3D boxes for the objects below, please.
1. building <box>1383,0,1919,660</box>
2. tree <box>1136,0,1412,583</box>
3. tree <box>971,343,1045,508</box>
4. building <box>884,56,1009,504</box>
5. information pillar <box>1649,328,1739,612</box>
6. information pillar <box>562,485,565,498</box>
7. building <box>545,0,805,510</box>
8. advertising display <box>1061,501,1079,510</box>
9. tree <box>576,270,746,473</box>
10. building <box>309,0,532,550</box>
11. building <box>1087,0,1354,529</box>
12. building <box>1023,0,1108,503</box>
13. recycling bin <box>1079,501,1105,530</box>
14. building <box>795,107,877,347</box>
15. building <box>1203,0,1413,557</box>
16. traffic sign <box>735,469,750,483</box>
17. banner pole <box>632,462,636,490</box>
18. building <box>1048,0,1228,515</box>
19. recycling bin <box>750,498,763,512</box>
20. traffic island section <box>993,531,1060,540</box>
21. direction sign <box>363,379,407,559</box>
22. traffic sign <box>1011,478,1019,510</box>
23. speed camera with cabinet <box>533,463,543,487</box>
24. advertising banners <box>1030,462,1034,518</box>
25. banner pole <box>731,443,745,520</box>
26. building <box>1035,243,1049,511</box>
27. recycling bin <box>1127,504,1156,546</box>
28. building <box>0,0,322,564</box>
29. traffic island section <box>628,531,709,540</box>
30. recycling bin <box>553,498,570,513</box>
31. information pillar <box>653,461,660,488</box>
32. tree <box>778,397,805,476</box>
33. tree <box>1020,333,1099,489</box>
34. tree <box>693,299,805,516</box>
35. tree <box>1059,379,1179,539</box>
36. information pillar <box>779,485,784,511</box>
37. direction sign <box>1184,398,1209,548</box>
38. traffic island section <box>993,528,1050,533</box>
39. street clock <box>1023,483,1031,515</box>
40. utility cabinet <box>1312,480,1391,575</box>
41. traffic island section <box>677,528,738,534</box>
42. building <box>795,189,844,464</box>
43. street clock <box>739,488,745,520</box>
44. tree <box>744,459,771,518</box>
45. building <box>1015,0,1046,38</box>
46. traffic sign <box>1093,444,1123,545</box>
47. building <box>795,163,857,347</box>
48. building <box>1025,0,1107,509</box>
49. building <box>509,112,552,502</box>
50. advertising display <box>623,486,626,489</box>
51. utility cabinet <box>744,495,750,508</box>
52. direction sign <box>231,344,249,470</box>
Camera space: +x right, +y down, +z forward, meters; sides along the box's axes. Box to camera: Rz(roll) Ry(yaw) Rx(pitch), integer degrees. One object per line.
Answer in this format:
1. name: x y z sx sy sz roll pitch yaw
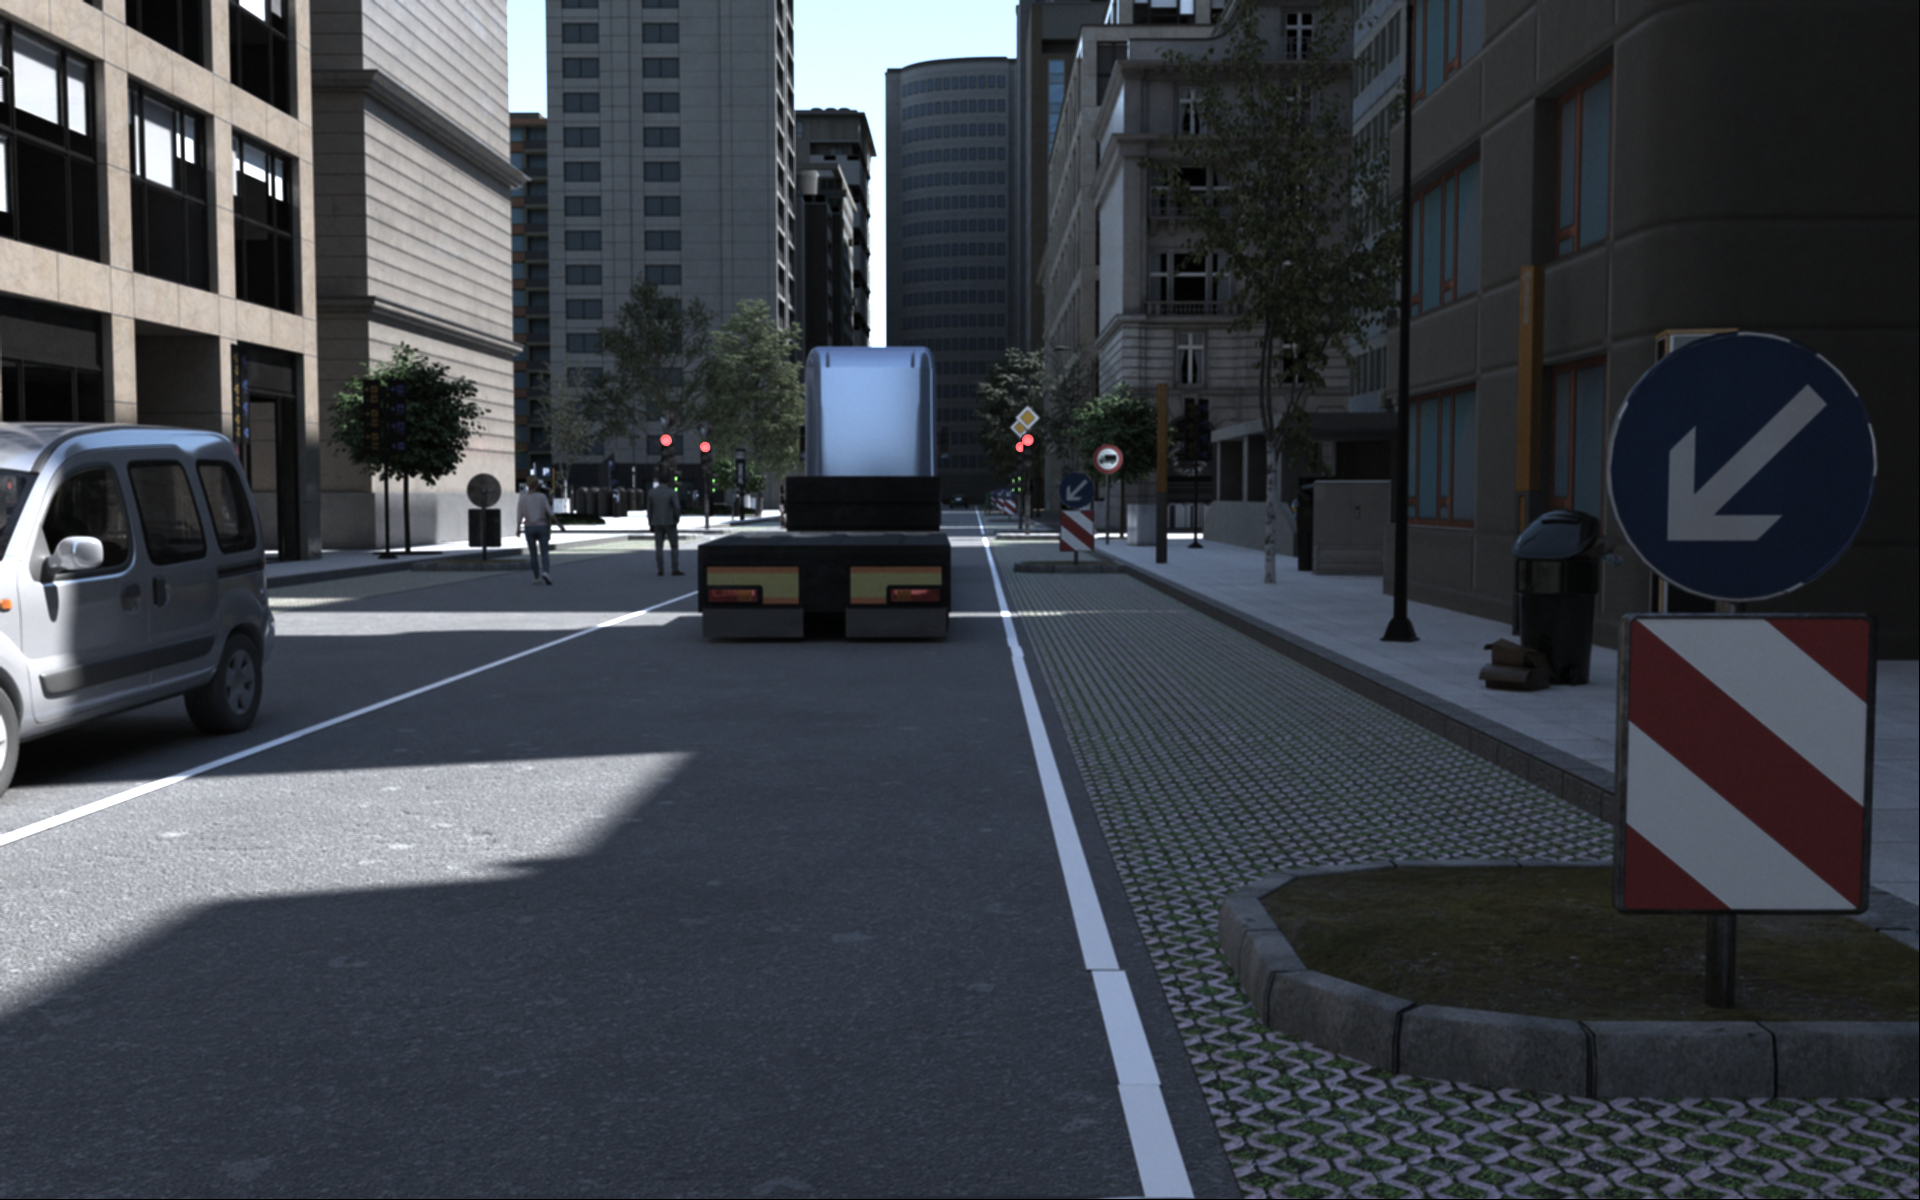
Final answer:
1. building: 19.174 -9.915 7.148 27.650 21.520 28.899 0 4 0
2. tree: 4.706 -4.544 24.665 4.737 8.622 4.395 0 3 0
3. tree: 5.549 -14.562 144.742 9.857 13.997 8.962 0 3 0
4. building: 4.270 -42.175 231.563 28.212 58.520 21.231 0 4 0
5. information pillar: 3.323 -0.207 7.877 0.304 2.012 0.304 1 4 13
6. information pillar: -30.372 -7.857 132.956 0.304 2.012 0.304 0 4 4
7. building: -22.496 -43.359 147.178 20.563 71.187 20.611 0 4 0
8. advertising display: 4.857 -4.309 75.662 0.974 1.923 0.123 2 4 34
9. tree: -12.643 -8.478 73.029 7.601 10.594 8.767 -1 4 -15
10. building: -24.512 -15.792 45.587 23.554 28.519 14.401 0 4 0
11. building: 17.528 -13.889 68.889 24.055 21.916 13.314 0 4 0
12. building: 16.929 -44.951 173.202 20.563 71.187 20.611 0 4 0
13. recycling bin: 4.745 -3.042 62.288 0.722 1.027 0.722 -2 4 -25
14. building: -23.551 -39.575 236.292 27.495 52.752 28.713 0 4 0
15. building: 22.959 -21.349 40.932 32.217 40.220 23.993 0 4 0
16. traffic sign: -10.752 -5.228 85.583 0.768 2.556 0.104 1 4 8
17. banner pole: -25.132 -8.789 133.710 0.401 3.779 0.863 1 4 13
18. building: 15.432 -17.986 98.580 19.350 26.468 34.151 0 4 0
19. recycling bin: -14.772 -6.914 125.599 0.722 1.027 0.722 -2 4 -26
20. traffic island section: 2.160 -2.000 54.982 2.009 0.180 2.903 0 4 0
21. direction sign: -11.378 -2.589 34.332 0.876 3.537 0.379 0 4 7
22. traffic sign: 4.413 -8.318 136.110 0.768 2.556 0.104 0 4 7
23. speed camera with cabinet: -26.195 -6.962 108.169 0.660 3.252 2.038 -2 4 -29
24. advertising banners: 3.940 -6.008 94.412 0.090 3.025 2.074 0 4 6
25. banner pole: -10.856 -5.774 84.420 0.863 3.779 0.401 -1 4 -11
26. building: 11.671 -17.793 127.079 11.583 22.565 21.152 0 4 0
27. recycling bin: 4.608 -1.866 43.055 0.722 1.027 0.722 -1 4 -17
28. building: -22.272 -12.957 16.362 19.350 26.468 34.151 0 4 0
29. traffic island section: -9.281 -2.005 55.068 2.009 0.180 2.903 0 4 0
30. recycling bin: -23.465 -5.472 102.020 0.722 1.027 0.722 2 4 24
31. information pillar: -21.305 -7.973 121.705 0.504 3.616 0.183 1 4 15
32. tree: -11.522 -10.781 126.630 4.737 8.622 4.395 0 3 0
33. tree: 4.856 -7.832 78.407 4.360 8.622 3.978 0 3 0
34. tree: -12.089 -11.208 101.377 7.486 12.596 7.792 0 3 0
35. tree: 4.581 -4.042 49.794 4.285 4.588 4.351 0 3 0
36. information pillar: -13.834 -7.938 134.273 0.304 2.012 0.304 -1 4 -21
37. direction sign: 5.614 -3.008 41.184 0.876 3.537 0.379 -3 5 -44
38. traffic island section: 2.217 -2.488 62.967 2.009 0.180 2.903 0 4 0
39. street clock: 4.073 -6.358 108.519 0.358 2.002 0.471 1 4 11
40. utility cabinet: 6.200 -1.146 27.424 1.173 1.500 0.318 1 4 19
41. traffic island section: -9.224 -2.494 63.052 2.009 0.180 2.903 0 4 0
42. building: -18.599 -24.124 166.134 14.160 30.474 14.107 0 4 0
43. street clock: -10.726 -4.933 85.228 0.358 2.002 0.471 0 4 4
44. tree: -11.355 -6.098 94.298 1.663 3.219 1.824 0 3 0
45. building: 16.885 -40.123 198.017 21.231 58.520 28.212 0 4 0
46. traffic sign: 3.752 -2.684 43.987 0.768 2.556 0.104 0 4 5
47. building: -24.084 -30.882 196.803 23.993 40.220 32.217 0 4 0
48. building: 13.055 -30.970 156.471 14.600 45.320 14.200 0 4 0
49. building: -50.480 -33.452 201.564 28.867 44.769 22.147 0 4 0
50. advertising display: -26.759 -8.139 138.283 0.123 1.923 0.974 -1 4 -19
51. utility cabinet: -15.065 -6.813 122.551 0.306 1.237 1.020 0 4 -1
52. direction sign: -11.030 -2.116 26.599 0.379 3.537 0.876 -1 4 -9
